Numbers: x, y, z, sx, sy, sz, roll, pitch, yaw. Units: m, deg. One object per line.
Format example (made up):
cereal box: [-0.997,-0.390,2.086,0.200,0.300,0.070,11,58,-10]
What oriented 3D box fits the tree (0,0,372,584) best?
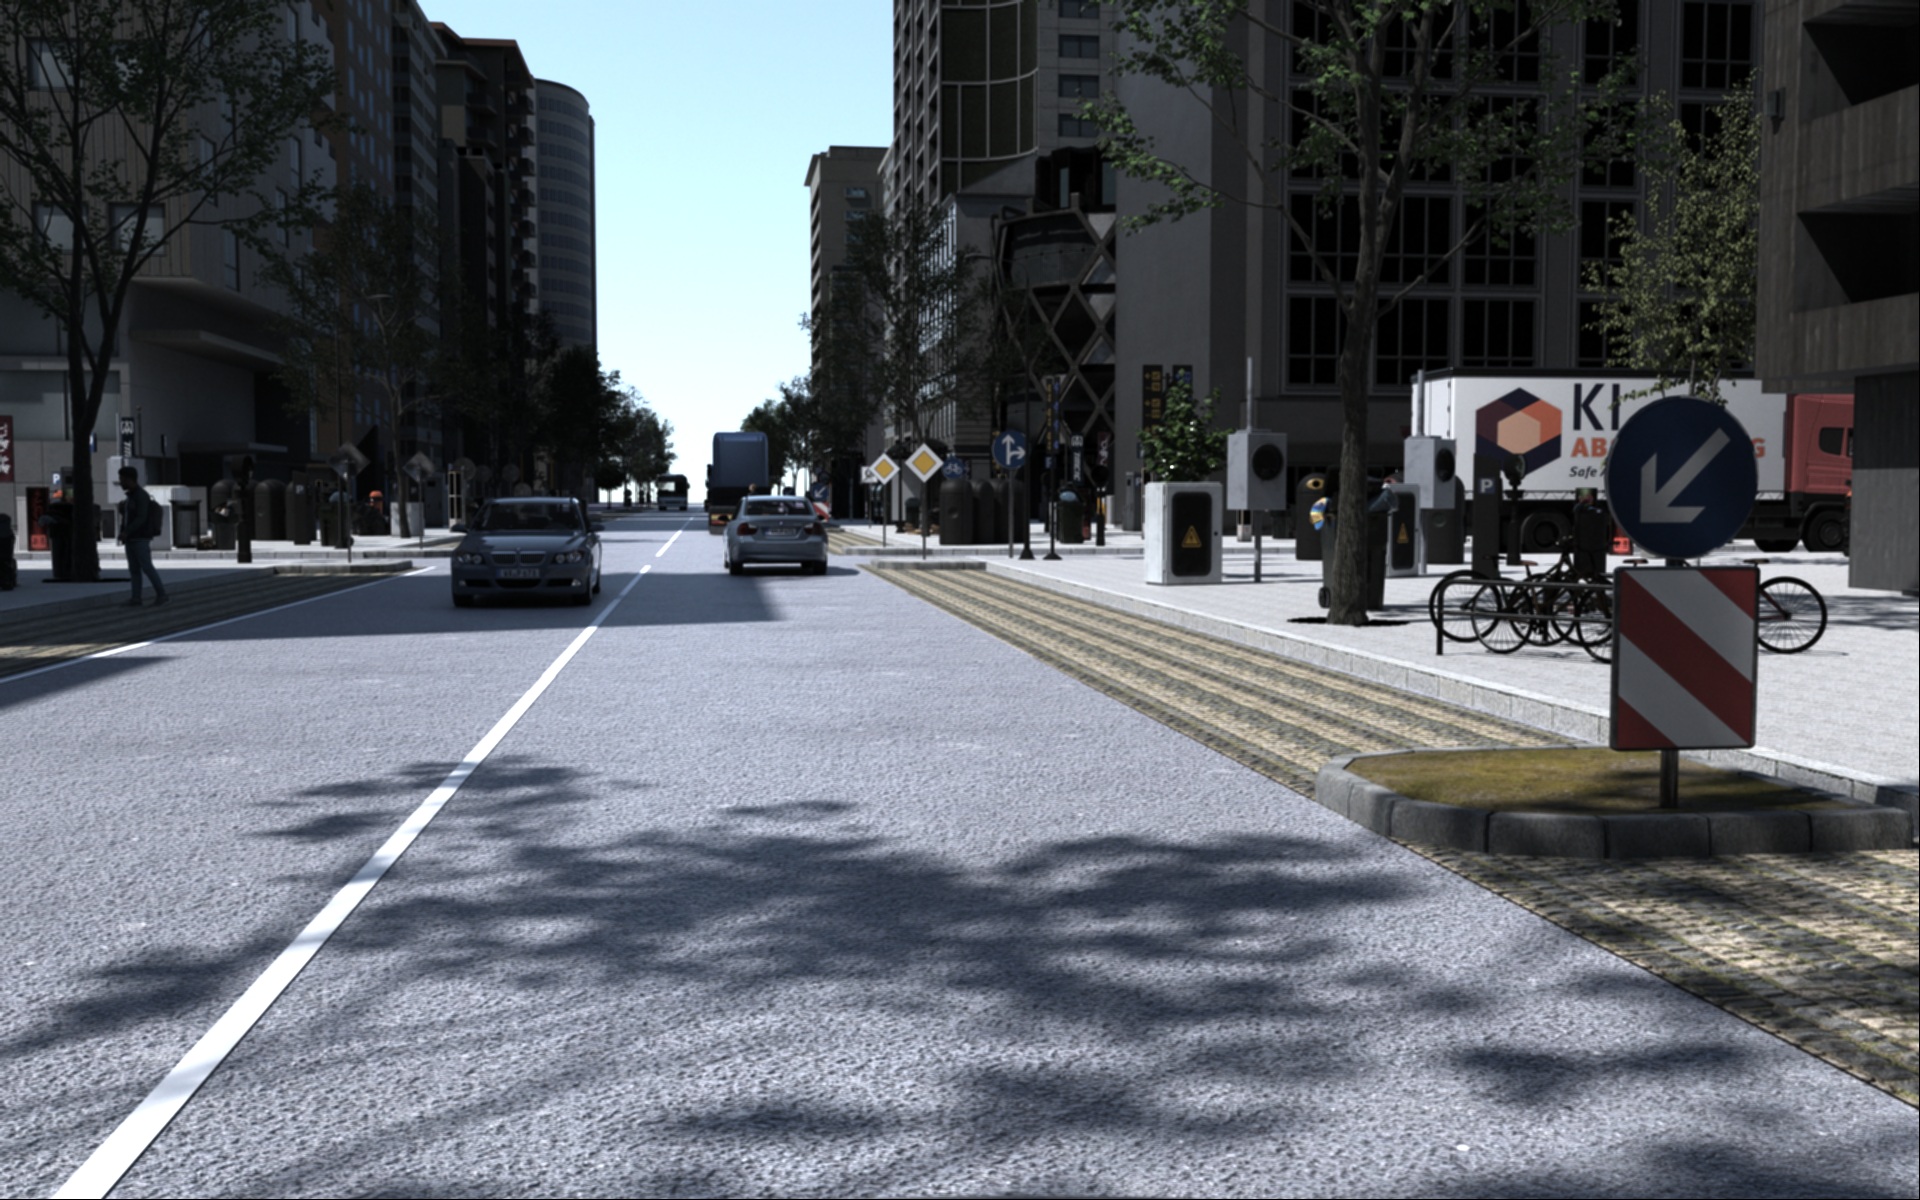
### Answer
tree: [-12.628,-6.072,25.026,9.928,11.665,9.643,0,3,0]

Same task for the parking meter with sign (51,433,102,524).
parking meter with sign: [-25.218,-3.215,48.827,0.543,3.016,1.738,1,4,20]

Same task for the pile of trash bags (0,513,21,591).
pile of trash bags: [-13.384,-0.780,22.508,1.912,1.369,3.447,-1,4,-22]

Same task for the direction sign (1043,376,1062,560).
direction sign: [1.808,-2.555,33.765,0.379,3.537,0.876,-1,4,-12]

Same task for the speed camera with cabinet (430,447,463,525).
speed camera with cabinet: [-21.488,-4.766,72.258,2.038,3.252,0.660,3,5,42]

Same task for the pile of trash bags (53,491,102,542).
pile of trash bags: [-23.855,-2.218,46.017,1.912,1.369,3.447,-2,4,-28]

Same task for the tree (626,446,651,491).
tree: [-41.485,-16.613,221.983,4.360,8.622,3.978,0,3,0]

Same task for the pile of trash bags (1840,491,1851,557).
pile of trash bags: [18.979,-1.570,35.417,1.912,1.369,3.447,0,4,3]

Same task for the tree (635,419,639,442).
tree: [-26.067,-11.412,121.006,8.767,10.594,7.601,1,4,17]

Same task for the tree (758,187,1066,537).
tree: [-0.978,-7.195,52.055,8.767,10.594,7.601,0,4,5]

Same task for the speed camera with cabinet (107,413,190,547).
speed camera with cabinet: [-19.856,-2.939,42.387,2.038,3.252,0.660,1,4,19]

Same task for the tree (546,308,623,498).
tree: [-20.890,-8.932,80.453,8.767,10.594,7.601,-1,4,-20]

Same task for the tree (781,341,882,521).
tree: [-5.298,-7.989,80.987,4.360,8.622,3.978,0,3,0]

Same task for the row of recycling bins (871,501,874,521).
row of recycling bins: [-2.714,-4.732,84.475,3.534,1.692,1.069,-1,4,-20]

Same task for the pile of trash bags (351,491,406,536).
pile of trash bags: [-18.229,-2.739,54.538,1.912,1.369,3.447,-2,4,-25]

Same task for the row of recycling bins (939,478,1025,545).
row of recycling bins: [0.662,-2.305,44.795,1.069,1.692,3.534,2,4,32]

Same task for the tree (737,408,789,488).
tree: [-26.679,-19.008,228.902,7.486,12.596,7.792,0,3,0]

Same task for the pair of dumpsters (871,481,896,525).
pair of dumpsters: [-2.847,-4.326,73.226,1.574,2.255,4.437,-1,4,-8]

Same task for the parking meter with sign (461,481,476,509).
parking meter with sign: [-28.131,-6.224,98.029,1.738,3.016,0.543,1,4,15]

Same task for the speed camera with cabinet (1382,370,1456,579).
speed camera with cabinet: [6.982,-1.999,27.027,2.038,3.252,0.660,-3,5,-45]

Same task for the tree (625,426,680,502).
tree: [-48.591,-21.610,270.330,9.611,12.733,9.660,0,3,0]

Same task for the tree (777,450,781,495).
tree: [-8.155,-9.493,105.566,4.360,8.622,3.978,0,3,0]

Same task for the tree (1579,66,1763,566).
tree: [13.132,-4.917,30.760,4.737,8.622,4.395,0,3,0]

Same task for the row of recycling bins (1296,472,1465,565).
row of recycling bins: [7.916,-1.569,32.769,1.069,1.692,3.534,-3,5,-45]

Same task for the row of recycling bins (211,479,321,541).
row of recycling bins: [-19.299,-2.497,47.940,3.534,1.692,1.069,2,4,24]

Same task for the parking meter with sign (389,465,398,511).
parking meter with sign: [-30.914,-6.023,94.729,0.543,3.016,1.738,-2,4,-28]

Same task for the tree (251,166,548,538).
tree: [-16.476,-7.074,50.066,7.601,10.594,8.767,0,4,-7]

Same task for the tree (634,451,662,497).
tree: [-42.892,-17.448,235.641,4.737,8.622,4.395,0,3,0]

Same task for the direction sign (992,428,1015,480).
direction sign: [1.480,-4.111,59.208,0.876,3.537,0.379,2,4,27]

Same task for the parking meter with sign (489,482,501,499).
parking meter with sign: [-30.299,-7.134,112.901,0.543,3.016,1.738,2,4,27]

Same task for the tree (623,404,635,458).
tree: [-24.597,-10.604,107.788,7.601,10.594,8.767,-1,4,-14]

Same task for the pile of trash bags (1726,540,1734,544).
pile of trash bags: [18.524,-2.198,45.697,3.447,1.369,1.912,1,4,20]

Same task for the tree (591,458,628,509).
tree: [-30.663,-10.255,151.378,4.285,4.588,4.351,0,3,0]

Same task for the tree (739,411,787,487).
tree: [-29.738,-21.462,257.551,9.857,13.997,8.962,0,3,0]

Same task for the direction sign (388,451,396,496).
direction sign: [-30.206,-6.124,92.124,0.379,3.537,0.876,0,4,5]

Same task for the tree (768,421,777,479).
tree: [-18.326,-13.670,173.874,4.360,8.622,3.978,0,3,0]

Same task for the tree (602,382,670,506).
tree: [-36.475,-17.043,189.016,12.009,13.543,11.850,0,3,0]

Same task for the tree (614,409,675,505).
tree: [-38.422,-17.300,208.614,9.928,11.665,9.643,0,3,0]

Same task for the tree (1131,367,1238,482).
tree: [3.354,-1.957,26.601,1.663,3.219,1.824,0,3,0]

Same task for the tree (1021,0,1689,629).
tree: [3.935,-5.558,16.630,9.928,11.665,9.643,0,3,0]

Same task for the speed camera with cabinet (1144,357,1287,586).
speed camera with cabinet: [3.657,-1.859,24.723,2.038,3.252,0.660,-2,4,-23]

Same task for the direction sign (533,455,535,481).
direction sign: [-25.033,-6.698,101.506,0.379,3.537,0.876,-2,4,-29]

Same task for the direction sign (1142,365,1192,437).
direction sign: [3.638,-2.352,30.456,0.876,3.537,0.379,0,4,-4]

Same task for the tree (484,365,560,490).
tree: [-23.512,-8.815,94.482,4.360,8.622,3.978,0,3,0]

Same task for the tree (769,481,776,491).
tree: [-30.556,-17.329,267.034,4.285,4.588,4.351,0,3,0]

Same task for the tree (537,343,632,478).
tree: [-28.395,-12.963,130.066,7.486,12.596,7.792,0,3,0]

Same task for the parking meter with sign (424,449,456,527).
parking meter with sign: [-20.294,-4.310,66.725,1.738,3.016,0.543,-1,4,-15]

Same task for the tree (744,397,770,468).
tree: [-19.062,-15.646,181.561,9.928,11.665,9.643,0,3,0]
